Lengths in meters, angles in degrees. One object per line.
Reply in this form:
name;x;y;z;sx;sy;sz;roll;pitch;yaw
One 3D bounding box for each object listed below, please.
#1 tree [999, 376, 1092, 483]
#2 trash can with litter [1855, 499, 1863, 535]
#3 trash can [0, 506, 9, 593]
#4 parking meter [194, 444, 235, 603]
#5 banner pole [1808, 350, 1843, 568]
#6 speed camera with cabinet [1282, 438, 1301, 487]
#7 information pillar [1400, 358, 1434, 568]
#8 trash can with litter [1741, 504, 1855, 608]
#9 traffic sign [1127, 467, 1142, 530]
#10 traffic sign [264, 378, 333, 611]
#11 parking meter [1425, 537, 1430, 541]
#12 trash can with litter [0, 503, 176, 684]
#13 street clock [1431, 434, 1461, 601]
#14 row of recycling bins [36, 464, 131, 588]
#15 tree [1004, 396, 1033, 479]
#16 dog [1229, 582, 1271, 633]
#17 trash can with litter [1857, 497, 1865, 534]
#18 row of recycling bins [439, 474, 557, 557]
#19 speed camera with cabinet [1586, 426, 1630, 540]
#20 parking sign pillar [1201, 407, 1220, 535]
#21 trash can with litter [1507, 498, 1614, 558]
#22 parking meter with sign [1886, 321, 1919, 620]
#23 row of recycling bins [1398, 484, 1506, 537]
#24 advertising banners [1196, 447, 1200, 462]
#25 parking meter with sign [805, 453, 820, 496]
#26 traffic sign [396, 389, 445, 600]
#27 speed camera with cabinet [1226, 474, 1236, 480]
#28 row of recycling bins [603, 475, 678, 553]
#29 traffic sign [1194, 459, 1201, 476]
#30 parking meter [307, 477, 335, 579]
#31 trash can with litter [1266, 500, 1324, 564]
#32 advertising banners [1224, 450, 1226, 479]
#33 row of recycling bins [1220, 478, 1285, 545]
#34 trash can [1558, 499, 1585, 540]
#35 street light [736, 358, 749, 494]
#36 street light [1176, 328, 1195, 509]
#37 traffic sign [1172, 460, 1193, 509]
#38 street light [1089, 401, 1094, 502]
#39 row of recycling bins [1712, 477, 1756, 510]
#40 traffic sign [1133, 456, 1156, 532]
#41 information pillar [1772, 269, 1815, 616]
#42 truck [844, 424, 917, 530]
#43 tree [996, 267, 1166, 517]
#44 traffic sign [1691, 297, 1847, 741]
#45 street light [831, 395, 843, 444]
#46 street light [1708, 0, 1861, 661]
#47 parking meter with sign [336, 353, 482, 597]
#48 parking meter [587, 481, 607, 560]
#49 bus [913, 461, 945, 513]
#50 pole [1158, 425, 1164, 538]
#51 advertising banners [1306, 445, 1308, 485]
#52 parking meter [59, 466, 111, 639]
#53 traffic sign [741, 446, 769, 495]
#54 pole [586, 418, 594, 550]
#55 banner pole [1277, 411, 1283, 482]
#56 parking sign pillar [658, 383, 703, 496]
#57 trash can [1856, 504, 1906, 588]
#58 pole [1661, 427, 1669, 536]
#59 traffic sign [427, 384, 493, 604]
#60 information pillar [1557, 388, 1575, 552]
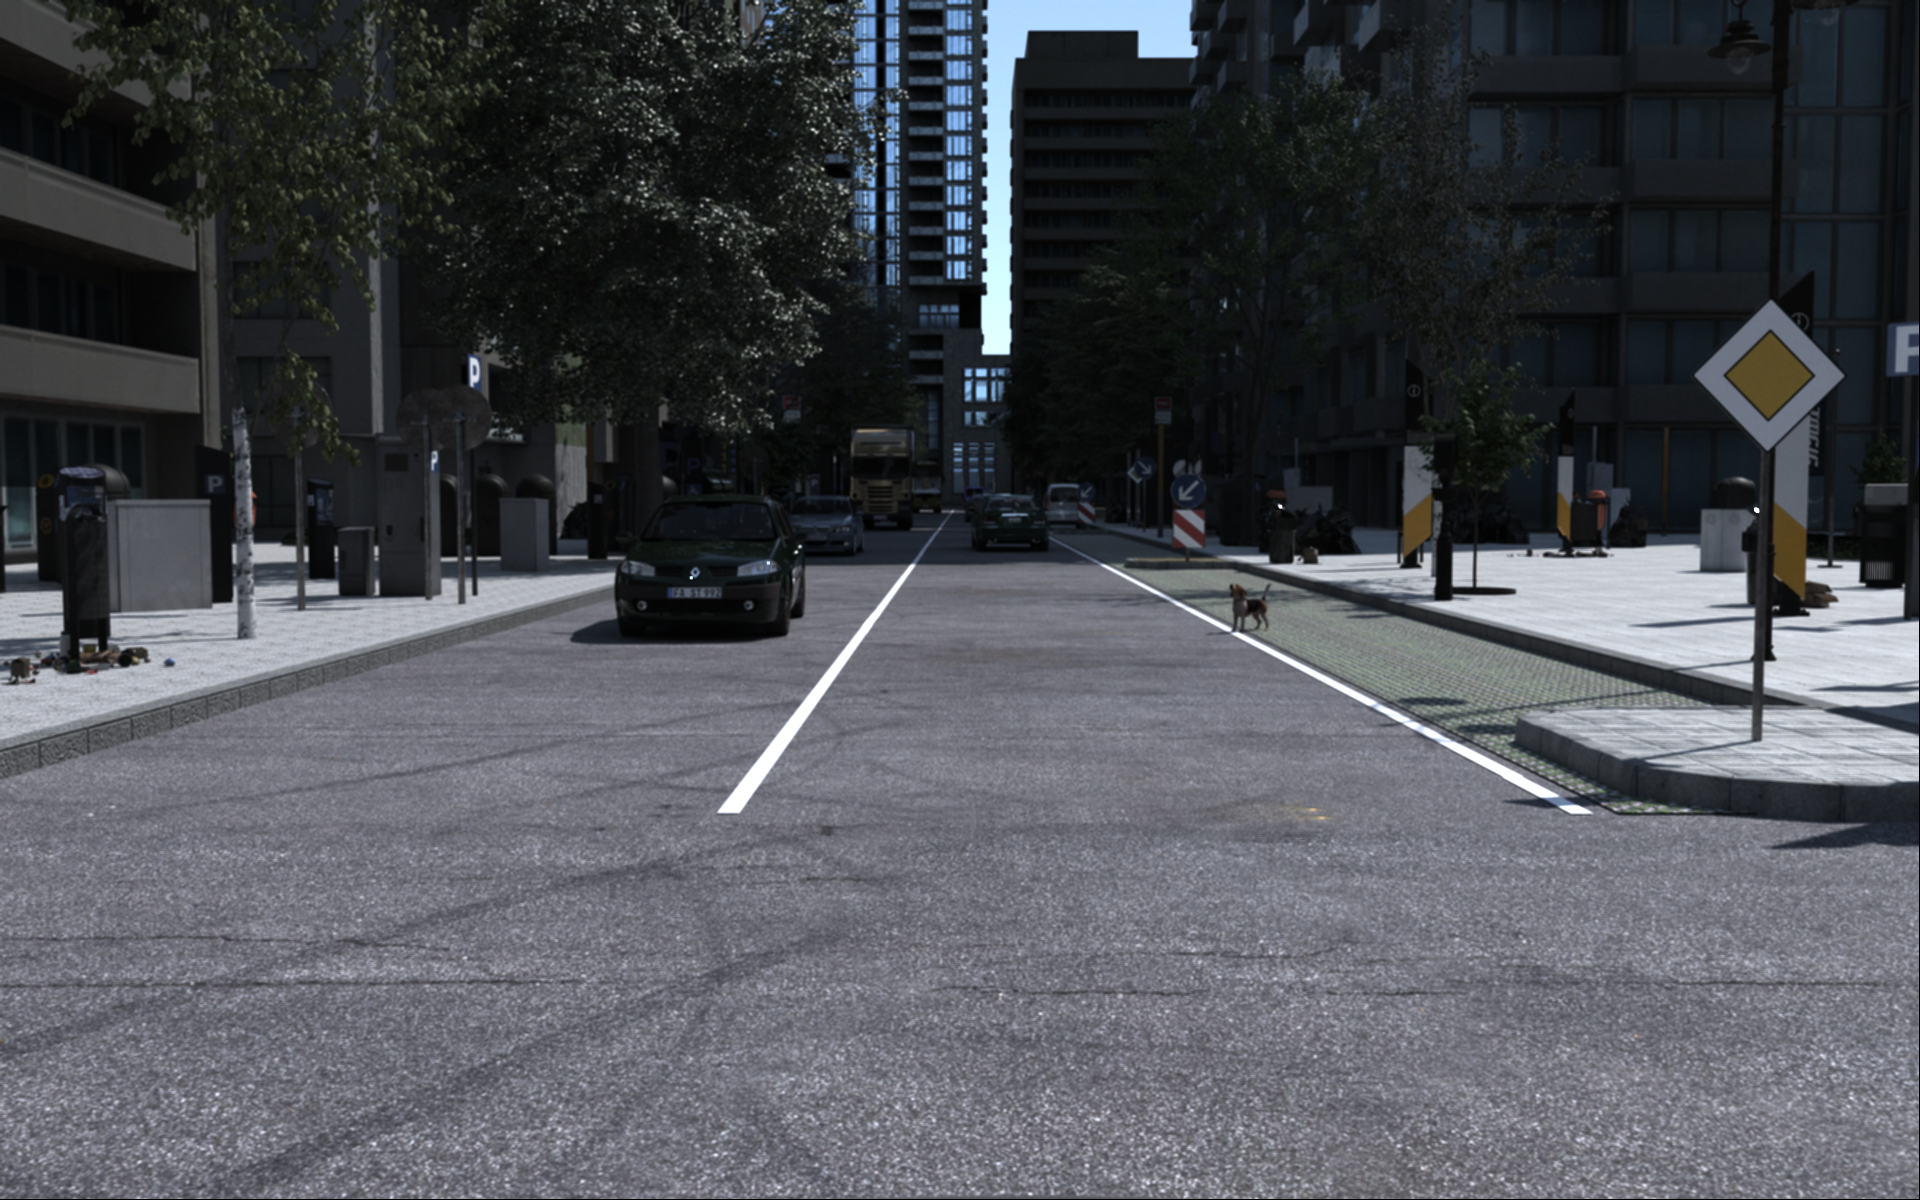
tree;6.687;-11.189;117.351;8.767;10.594;7.601;1;4;9
trash can with litter;24.521;-2.199;47.342;0.624;1.170;1.055;0;4;-5
trash can;-12.108;-0.591;21.320;0.748;1.137;0.748;0;3;0
parking meter;-8.784;-0.900;20.431;0.399;1.863;0.255;-2;4;-33
banner pole;15.100;-2.468;30.374;0.401;3.779;0.863;-2;4;-30
speed camera with cabinet;11.832;-4.146;62.131;0.660;3.252;2.038;0;4;8
information pillar;7.905;-2.360;29.939;0.504;3.616;0.183;0;4;3
trash can with litter;9.565;-0.522;19.926;0.624;1.170;1.055;-2;4;-35
traffic sign;6.329;-3.703;61.729;0.795;2.450;0.064;0;4;8
traffic sign;-7.240;-1.154;18.967;0.768;2.556;0.104;0;4;4
parking meter;12.621;-2.368;47.131;0.372;1.533;0.369;0;3;0
trash can with litter;-6.675;-0.100;12.696;1.678;1.210;2.233;0;4;-4
street clock;5.848;-0.998;20.880;0.358;2.002;0.471;2;4;24
row of recycling bins;-12.443;-1.073;24.657;1.069;1.692;3.534;-2;4;-33
tree;7.371;-14.187;150.078;7.486;12.596;7.792;0;3;0
dog;3.025;0.076;18.041;0.406;0.507;0.540;1;4;12
trash can with litter;22.654;-2.003;43.801;1.678;1.210;2.233;-2;4;-30
row of recycling bins;-10.189;-1.766;35.989;3.534;1.692;1.069;-1;4;-12
speed camera with cabinet;18.593;-3.384;49.663;0.660;3.252;2.038;0;4;1
parking sign pillar;7.835;-4.026;54.298;1.447;3.967;1.447;0;4;2
trash can with litter;12.358;-1.495;35.501;2.233;1.210;1.678;1;4;10
parking meter with sign;10.308;-1.335;18.091;1.738;3.016;0.543;-3;4;-39
row of recycling bins;14.703;-2.735;51.835;1.069;1.692;3.534;-3;5;-44
advertising banners;8.886;-4.116;63.486;0.090;3.025;2.074;0;4;-4
parking meter with sign;-5.758;-4.348;67.355;0.543;3.016;1.738;-1;4;-19
traffic sign;-6.446;-1.275;20.947;0.768;2.556;0.104;0;4;5
speed camera with cabinet;13.011;-5.302;81.031;0.660;3.252;2.038;-1;4;-12
row of recycling bins;-6.931;-1.867;37.632;1.069;1.692;3.534;-2;4;-26
traffic sign;8.781;-3.801;62.255;0.768;2.556;0.104;0;4;1
parking meter;-9.689;-1.092;26.264;0.372;1.533;0.369;0;3;0
trash can with litter;6.196;-1.263;32.037;1.055;1.170;0.624;1;4;9
advertising banners;10.438;-4.409;68.280;0.090;3.025;2.074;1;4;10
row of recycling bins;7.605;-2.328;45.180;1.069;1.692;3.534;2;4;27
trash can;17.203;-2.273;48.823;0.748;1.137;0.748;0;3;0
street light;-5.702;-4.382;44.440;0.468;5.910;1.993;0;4;0
street light;6.317;-4.610;48.163;0.468;5.910;1.993;0;4;0
traffic sign;8.244;-3.918;64.159;0.768;2.556;0.104;0;4;1
street light;6.359;-6.783;83.695;0.468;5.910;1.993;0;4;0
row of recycling bins;19.400;-2.217;43.358;1.069;1.692;3.534;1;4;21
traffic sign;6.226;-3.567;58.421;0.768;2.556;0.104;0;4;3
information pillar;8.669;-1.640;18.165;0.504;3.616;0.183;0;4;2
truck;-3.151;-5.056;71.584;2.839;4.237;11.283;0;4;-1
tree;7.434;-11.716;98.213;9.857;13.997;8.962;0;3;0
traffic sign;4.140;-0.324;8.943;0.795;2.450;0.064;0;4;0
street light;-5.643;-6.531;79.570;0.468;5.910;1.993;0;4;0
street light;6.209;-2.472;13.203;0.468;5.910;1.993;0;4;0
parking meter with sign;-6.949;-1.562;21.805;1.738;3.016;0.543;0;4;2
parking meter;-7.137;-1.569;34.069;0.372;1.533;0.369;0;3;0
bus;-2.603;-8.628;132.608;2.896;3.916;12.252;0;4;0
pole;5.909;-3.495;50.994;0.158;3.312;0.155;0;3;0
advertising banners;12.571;-4.070;62.732;0.090;3.025;2.074;1;4;12
parking meter;-7.807;-0.431;15.451;0.372;1.533;0.369;0;3;0
traffic sign;-5.484;-2.825;46.290;0.768;2.556;0.104;0;4;7
pole;-8.480;-2.806;39.724;0.158;3.312;0.155;0;3;0
banner pole;9.625;-3.807;52.256;0.401;3.779;0.863;1;4;16
parking sign pillar;-6.318;-3.192;40.656;1.447;3.967;1.447;-1;4;-14
trash can;12.699;-0.741;23.768;0.748;1.137;0.748;0;3;0
pole;21.452;-3.599;52.679;0.158;3.312;0.155;0;3;0
traffic sign;-5.815;-1.225;20.141;0.768;2.556;0.104;0;4;3
information pillar;13.408;-2.872;38.314;0.504;3.616;0.183;-3;5;-39
